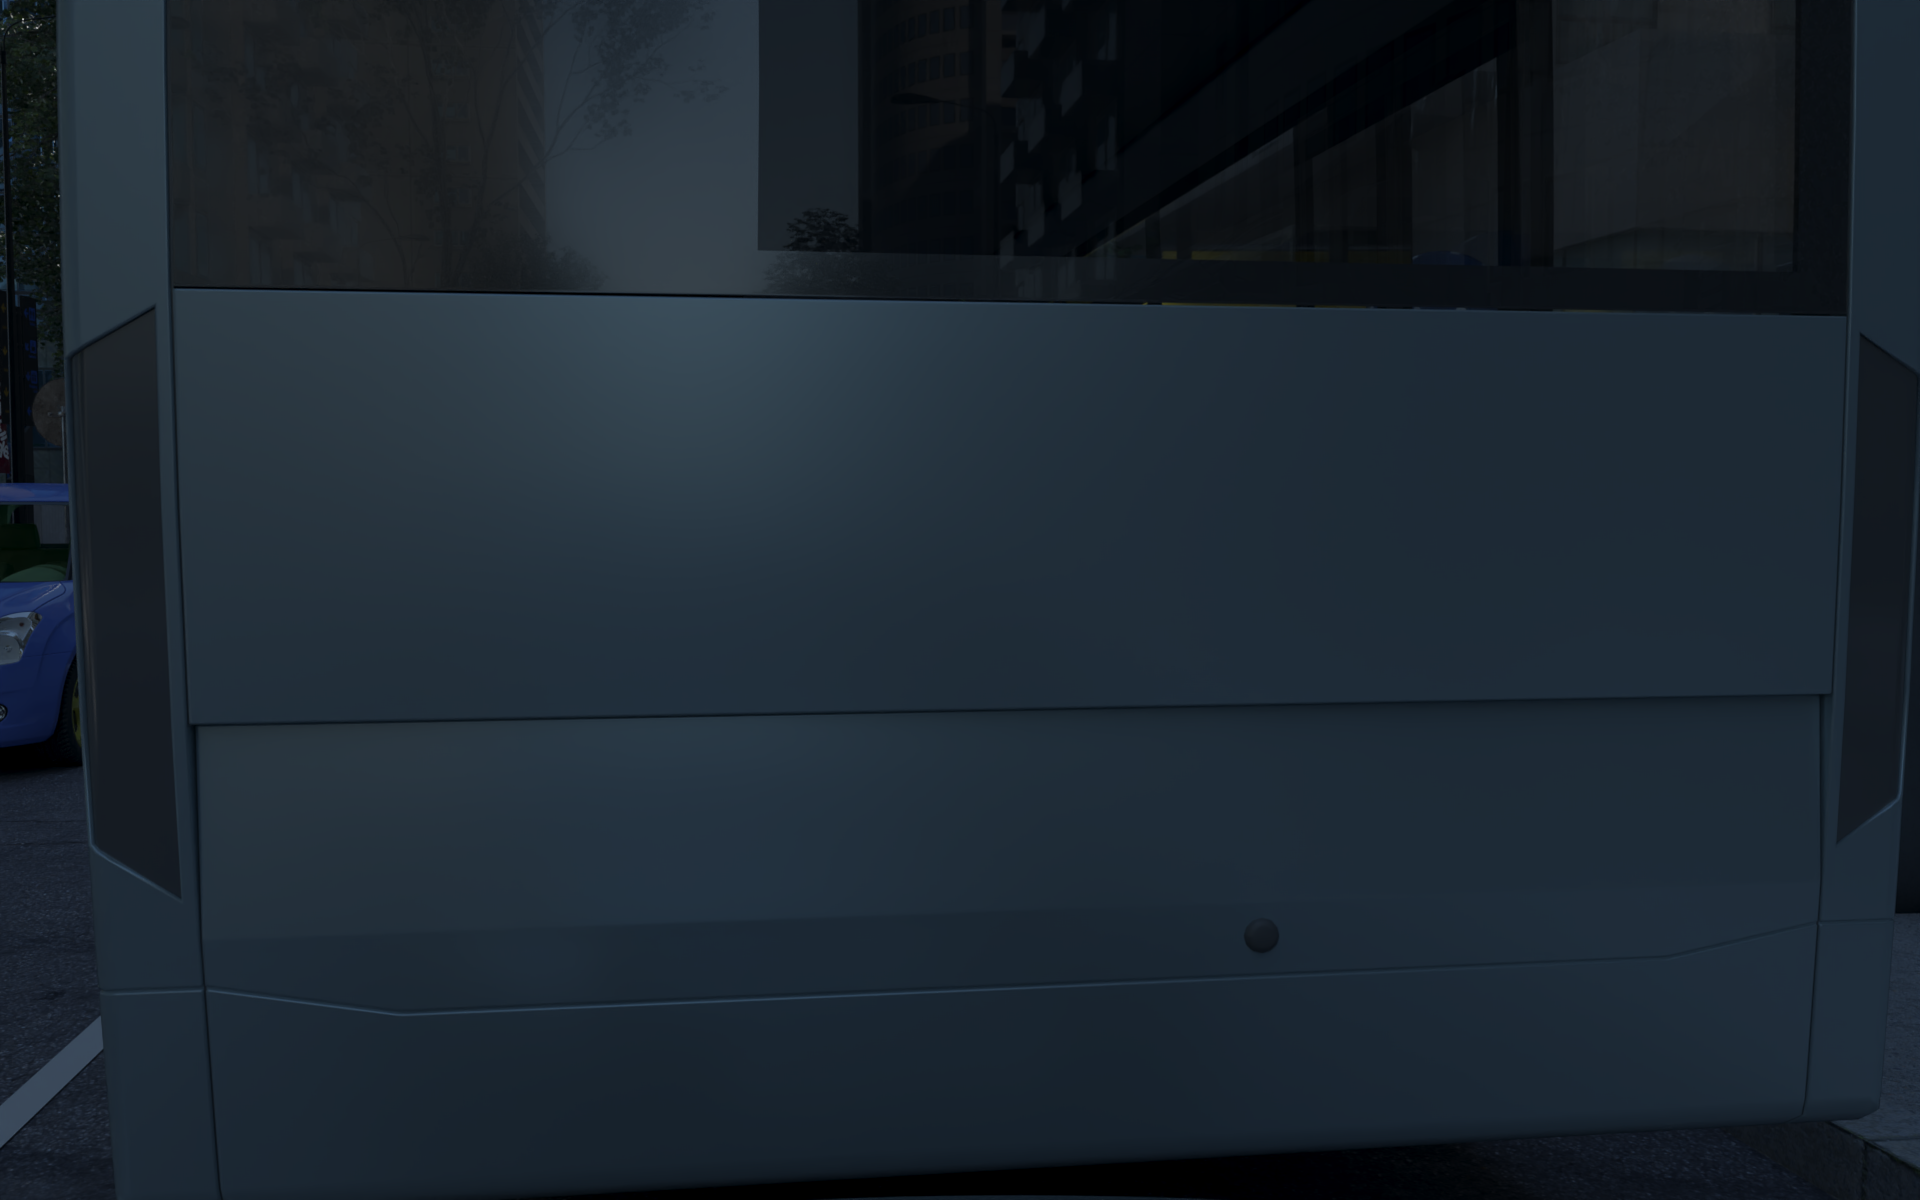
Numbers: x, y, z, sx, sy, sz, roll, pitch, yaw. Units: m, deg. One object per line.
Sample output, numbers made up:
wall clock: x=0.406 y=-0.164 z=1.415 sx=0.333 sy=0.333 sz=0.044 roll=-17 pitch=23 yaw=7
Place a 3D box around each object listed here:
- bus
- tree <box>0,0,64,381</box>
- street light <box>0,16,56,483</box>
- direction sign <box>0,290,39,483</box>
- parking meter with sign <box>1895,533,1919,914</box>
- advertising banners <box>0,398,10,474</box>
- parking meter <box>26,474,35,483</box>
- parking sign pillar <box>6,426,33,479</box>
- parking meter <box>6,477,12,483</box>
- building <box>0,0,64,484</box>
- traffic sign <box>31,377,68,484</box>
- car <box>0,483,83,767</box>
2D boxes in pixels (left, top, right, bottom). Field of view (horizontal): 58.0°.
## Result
bus: x=-0.838 y=-0.856 z=8.863 sx=2.948 sy=3.499 sz=13.247 roll=-1 pitch=4 yaw=-9
tree: x=-12.386 y=-7.540 z=29.941 sx=9.857 sy=13.997 sz=8.962 roll=0 pitch=3 yaw=0
street light: x=-8.513 y=-2.695 z=16.605 sx=1.470 sy=5.913 sz=1.316 roll=-1 pitch=4 yaw=-9
direction sign: x=-10.675 y=-1.695 z=19.709 sx=0.379 sy=3.537 sz=0.876 roll=0 pitch=4 yaw=-4
parking meter with sign: x=2.986 y=-0.568 z=5.547 sx=0.543 sy=3.016 sz=1.738 roll=0 pitch=4 yaw=-2
advertising banners: x=-12.598 y=-1.586 z=22.124 sx=0.090 sy=3.025 sz=2.074 roll=0 pitch=4 yaw=-2
parking meter: x=-24.877 y=-2.477 z=46.212 sx=0.399 sy=1.863 sz=0.255 roll=-3 pitch=5 yaw=-41
parking sign pillar: x=-35.587 y=-4.715 z=65.569 sx=1.447 sy=3.967 sz=1.447 roll=0 pitch=4 yaw=-1
parking meter: x=-31.453 y=-3.168 z=57.505 sx=0.255 sy=1.863 sz=0.399 roll=0 pitch=4 yaw=-6
building: x=-37.358 y=-47.216 z=84.655 sx=22.319 sy=86.520 sz=31.000 roll=-1 pitch=4 yaw=-9
traffic sign: x=-9.732 y=-1.149 z=18.894 sx=0.768 sy=2.556 sz=0.104 roll=0 pitch=4 yaw=-2
car: x=-5.592 y=-0.032 z=10.109 sx=1.945 sy=1.707 sz=3.694 roll=-1 pitch=4 yaw=-8
